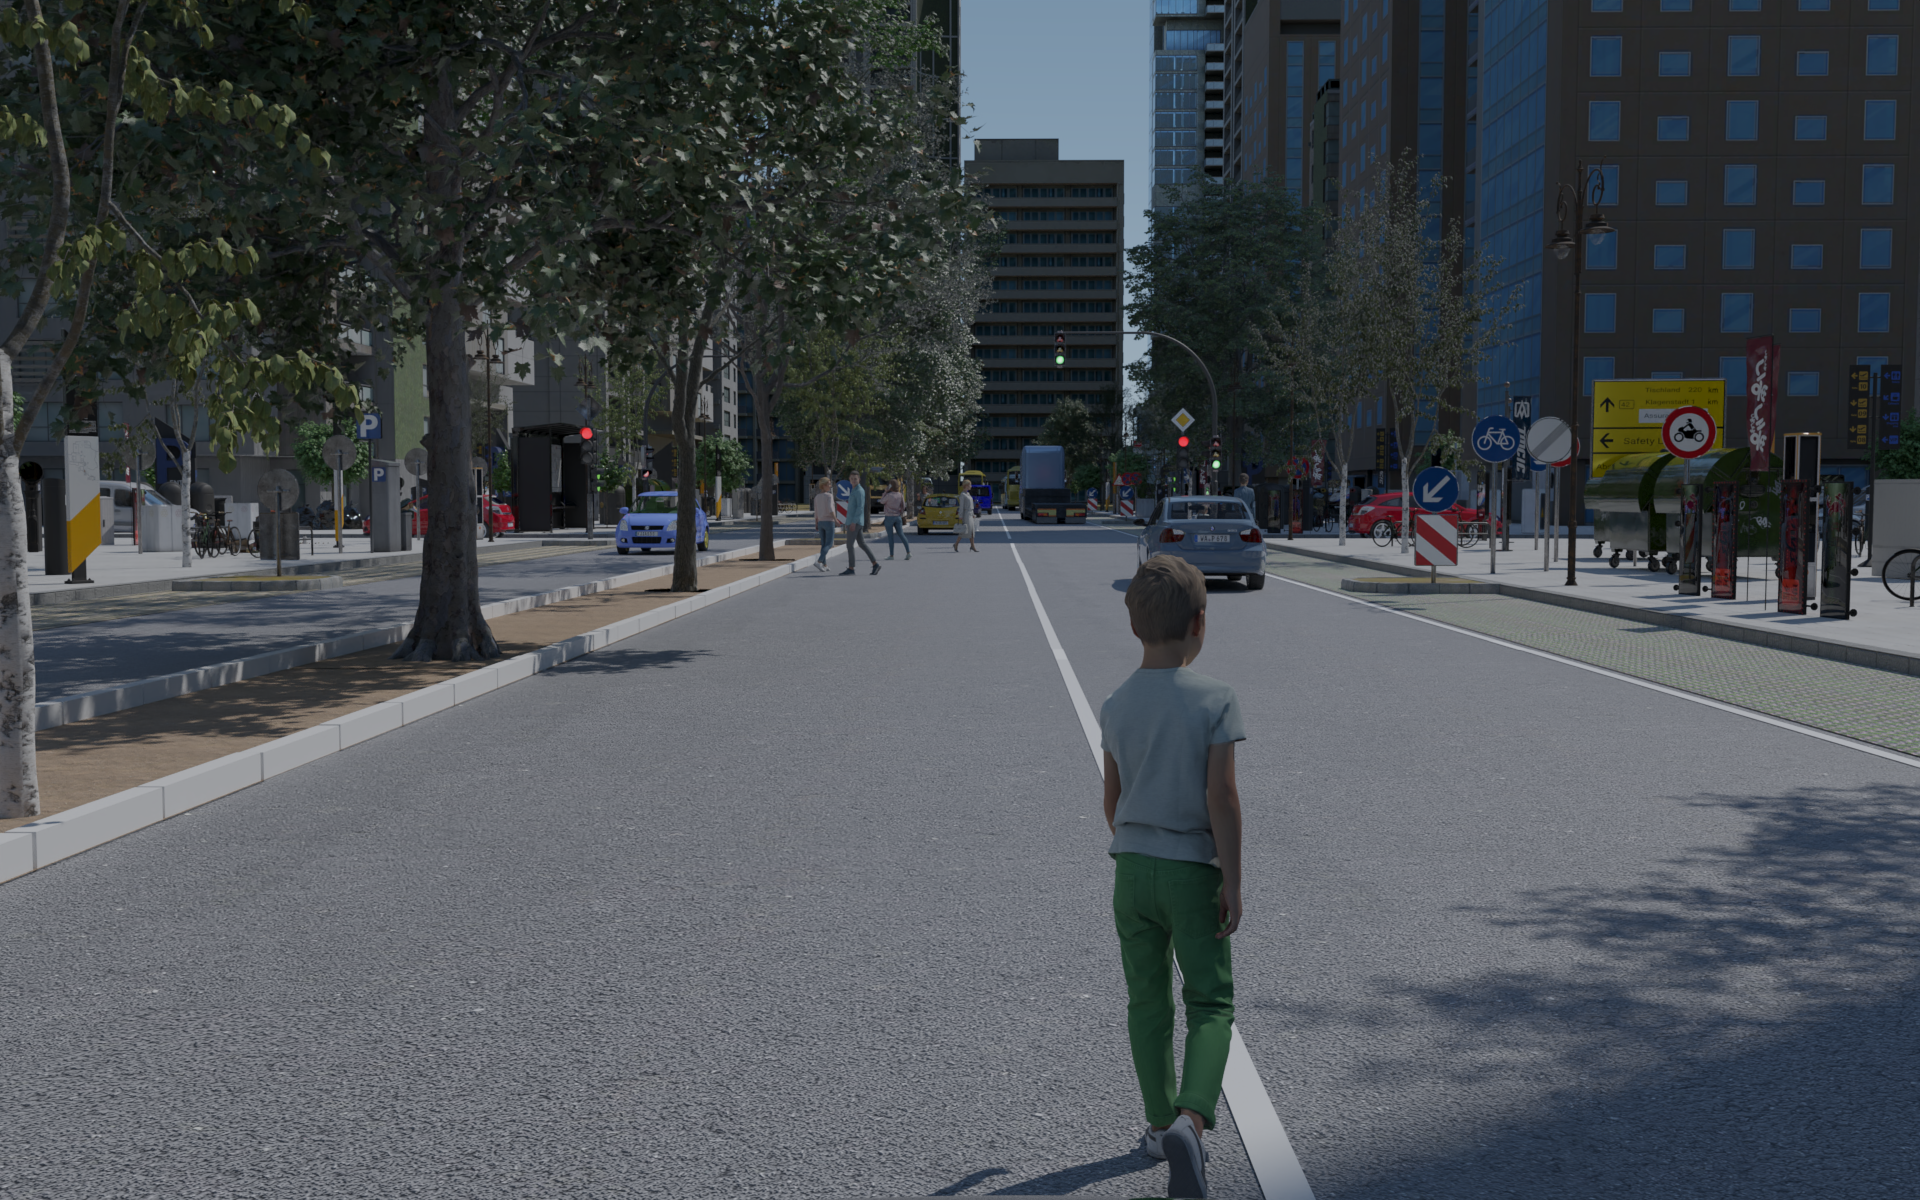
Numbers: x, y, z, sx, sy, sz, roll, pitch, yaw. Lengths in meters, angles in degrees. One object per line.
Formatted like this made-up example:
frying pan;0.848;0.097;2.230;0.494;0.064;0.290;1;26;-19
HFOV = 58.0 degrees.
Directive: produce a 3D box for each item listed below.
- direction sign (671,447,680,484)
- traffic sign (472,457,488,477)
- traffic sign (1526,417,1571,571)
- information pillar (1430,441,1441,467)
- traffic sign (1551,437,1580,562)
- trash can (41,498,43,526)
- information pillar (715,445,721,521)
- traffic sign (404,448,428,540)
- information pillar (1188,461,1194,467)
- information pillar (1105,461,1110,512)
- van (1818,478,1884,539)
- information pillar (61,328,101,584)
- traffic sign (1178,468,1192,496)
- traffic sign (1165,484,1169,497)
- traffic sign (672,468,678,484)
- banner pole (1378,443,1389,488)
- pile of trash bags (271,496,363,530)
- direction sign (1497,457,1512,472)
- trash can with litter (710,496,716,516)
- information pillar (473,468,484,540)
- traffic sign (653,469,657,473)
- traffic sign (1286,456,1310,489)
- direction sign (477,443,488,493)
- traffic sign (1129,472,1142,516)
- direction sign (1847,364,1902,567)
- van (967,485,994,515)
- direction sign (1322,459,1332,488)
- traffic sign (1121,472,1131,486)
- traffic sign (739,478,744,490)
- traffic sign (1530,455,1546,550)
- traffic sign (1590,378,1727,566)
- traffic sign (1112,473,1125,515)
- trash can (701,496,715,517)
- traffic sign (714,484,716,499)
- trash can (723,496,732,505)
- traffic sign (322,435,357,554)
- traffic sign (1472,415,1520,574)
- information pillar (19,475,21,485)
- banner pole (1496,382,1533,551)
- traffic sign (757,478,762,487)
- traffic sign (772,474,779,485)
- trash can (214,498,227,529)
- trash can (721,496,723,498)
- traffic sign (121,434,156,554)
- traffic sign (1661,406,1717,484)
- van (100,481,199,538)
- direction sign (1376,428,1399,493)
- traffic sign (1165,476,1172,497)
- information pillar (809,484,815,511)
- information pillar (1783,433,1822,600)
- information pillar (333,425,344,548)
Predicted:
direction sign;-13.563;-5.602;83.590;0.876;3.537;0.379;-3;5;-41
traffic sign;-16.539;-3.620;59.291;0.768;2.556;0.104;0;4;5
traffic sign;9.725;-1.746;28.651;0.768;2.556;0.104;0;4;6
information pillar;20.670;-5.137;75.342;0.504;3.616;0.183;-1;4;-17
traffic sign;11.262;-1.991;32.655;0.768;2.556;0.104;0;4;7
trash can;-36.915;-3.569;70.014;0.748;1.137;0.748;0;3;0
information pillar;-11.467;-5.555;82.177;0.183;3.616;0.504;1;4;14
traffic sign;-14.991;-2.923;47.892;0.768;2.556;0.104;0;4;4
information pillar;15.013;-7.427;112.779;0.504;3.616;0.183;-1;4;-14
information pillar;10.451;-8.023;122.533;0.183;3.616;0.504;2;4;29
van;28.243;-2.816;53.048;4.112;2.044;2.013;0;4;1
information pillar;-12.580;-2.045;24.783;0.183;3.616;0.504;2;4;30
traffic sign;10.880;-5.140;84.143;0.768;2.556;0.104;1;4;8
traffic sign;13.687;-6.950;113.643;0.884;2.594;0.081;0;4;4
traffic sign;-13.719;-5.159;84.450;0.768;2.556;0.104;1;4;10
banner pole;20.592;-5.759;84.178;0.863;3.779;0.401;-2;4;-31
pile of trash bags;-23.181;-3.191;61.926;1.912;1.369;3.447;2;4;30
direction sign;19.553;-4.294;62.199;0.876;3.537;0.379;-1;4;-17
trash can with litter;-14.212;-5.510;101.471;1.055;1.170;0.624;-1;4;-19
information pillar;-13.558;-2.688;48.448;0.304;2.012;0.304;1;4;23
traffic sign;-14.818;-5.046;82.613;0.768;2.556;0.104;0;4;6
traffic sign;11.132;-3.488;57.134;0.768;2.556;0.104;0;4;4
direction sign;-21.276;-5.227;77.452;0.876;3.537;0.379;2;4;33
traffic sign;10.165;-6.112;100.036;0.768;2.556;0.104;1;4;11
direction sign;16.004;-2.347;30.375;0.876;3.537;0.379;0;4;6
van;1.270;-7.129;120.949;2.240;2.365;5.245;0;3;0
direction sign;23.923;-7.420;113.310;0.876;3.537;0.379;-1;4;-21
traffic sign;9.868;-6.230;101.969;0.768;2.556;0.104;1;4;10
traffic sign;-14.224;-6.709;111.829;0.606;2.300;0.079;0;4;5
traffic sign;13.176;-2.411;39.525;0.768;2.556;0.104;0;4;2
traffic sign;12.279;-2.242;30.537;2.265;3.308;0.079;1;4;9
traffic sign;9.966;-6.632;108.432;0.884;2.594;0.081;1;4;9
trash can;-14.173;-5.221;97.023;0.748;1.137;0.748;0;3;0
traffic sign;-15.423;-6.672;109.192;0.768;2.556;0.104;0;4;4
trash can;-14.094;-5.861;107.478;0.748;1.137;0.748;0;3;0
traffic sign;-13.364;-2.275;37.296;0.768;2.556;0.104;0;4;6
traffic sign;8.613;-1.701;27.920;0.768;2.556;0.104;0;4;5
information pillar;-33.364;-3.466;61.157;0.304;2.012;0.304;0;4;-8
banner pole;12.437;-2.986;38.830;0.863;3.779;0.401;-1;4;-14
traffic sign;-14.242;-7.642;124.943;0.884;2.594;0.081;0;4;2
traffic sign;-11.895;-6.723;110.020;0.768;2.556;0.104;0;4;3
trash can;-27.662;-3.230;64.471;0.748;1.137;0.748;0;3;0
trash can;-17.603;-7.020;126.438;0.748;1.137;0.748;0;3;0
traffic sign;-17.541;-2.256;36.987;0.768;2.556;0.104;0;4;4
traffic sign;10.504;-1.525;25.043;0.768;2.556;0.104;0;4;5
van;-25.415;-2.825;53.201;4.112;2.044;2.013;0;4;2
direction sign;14.652;-4.126;59.449;0.379;3.537;0.876;-3;5;-44
traffic sign;12.973;-6.529;106.854;0.768;2.556;0.104;0;4;1
information pillar;-10.926;-7.551;127.944;0.304;2.012;0.304;-2;4;-29
information pillar;10.198;-1.011;21.024;0.304;2.012;0.304;0;4;-5
information pillar;-14.862;-3.060;41.382;0.183;3.616;0.504;0;4;-6
